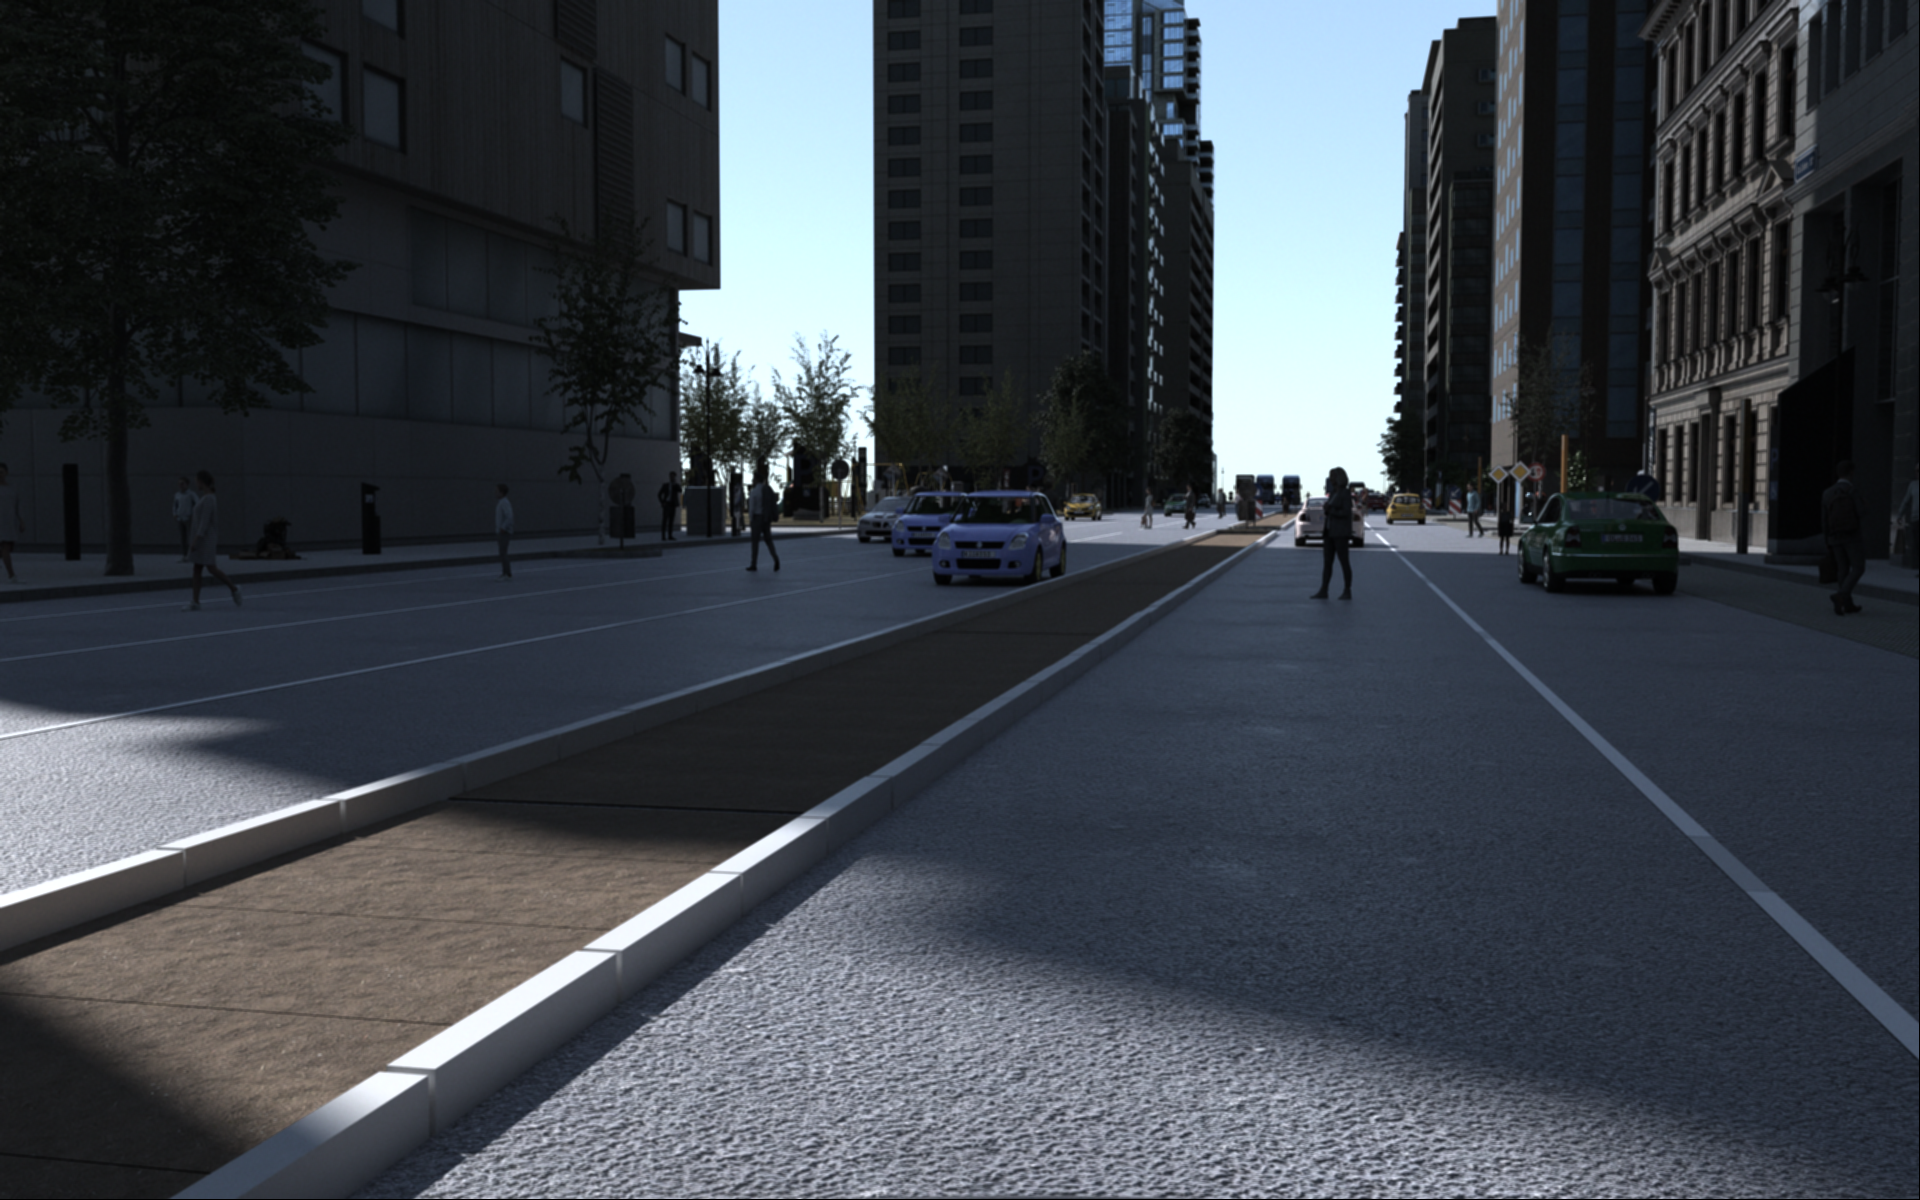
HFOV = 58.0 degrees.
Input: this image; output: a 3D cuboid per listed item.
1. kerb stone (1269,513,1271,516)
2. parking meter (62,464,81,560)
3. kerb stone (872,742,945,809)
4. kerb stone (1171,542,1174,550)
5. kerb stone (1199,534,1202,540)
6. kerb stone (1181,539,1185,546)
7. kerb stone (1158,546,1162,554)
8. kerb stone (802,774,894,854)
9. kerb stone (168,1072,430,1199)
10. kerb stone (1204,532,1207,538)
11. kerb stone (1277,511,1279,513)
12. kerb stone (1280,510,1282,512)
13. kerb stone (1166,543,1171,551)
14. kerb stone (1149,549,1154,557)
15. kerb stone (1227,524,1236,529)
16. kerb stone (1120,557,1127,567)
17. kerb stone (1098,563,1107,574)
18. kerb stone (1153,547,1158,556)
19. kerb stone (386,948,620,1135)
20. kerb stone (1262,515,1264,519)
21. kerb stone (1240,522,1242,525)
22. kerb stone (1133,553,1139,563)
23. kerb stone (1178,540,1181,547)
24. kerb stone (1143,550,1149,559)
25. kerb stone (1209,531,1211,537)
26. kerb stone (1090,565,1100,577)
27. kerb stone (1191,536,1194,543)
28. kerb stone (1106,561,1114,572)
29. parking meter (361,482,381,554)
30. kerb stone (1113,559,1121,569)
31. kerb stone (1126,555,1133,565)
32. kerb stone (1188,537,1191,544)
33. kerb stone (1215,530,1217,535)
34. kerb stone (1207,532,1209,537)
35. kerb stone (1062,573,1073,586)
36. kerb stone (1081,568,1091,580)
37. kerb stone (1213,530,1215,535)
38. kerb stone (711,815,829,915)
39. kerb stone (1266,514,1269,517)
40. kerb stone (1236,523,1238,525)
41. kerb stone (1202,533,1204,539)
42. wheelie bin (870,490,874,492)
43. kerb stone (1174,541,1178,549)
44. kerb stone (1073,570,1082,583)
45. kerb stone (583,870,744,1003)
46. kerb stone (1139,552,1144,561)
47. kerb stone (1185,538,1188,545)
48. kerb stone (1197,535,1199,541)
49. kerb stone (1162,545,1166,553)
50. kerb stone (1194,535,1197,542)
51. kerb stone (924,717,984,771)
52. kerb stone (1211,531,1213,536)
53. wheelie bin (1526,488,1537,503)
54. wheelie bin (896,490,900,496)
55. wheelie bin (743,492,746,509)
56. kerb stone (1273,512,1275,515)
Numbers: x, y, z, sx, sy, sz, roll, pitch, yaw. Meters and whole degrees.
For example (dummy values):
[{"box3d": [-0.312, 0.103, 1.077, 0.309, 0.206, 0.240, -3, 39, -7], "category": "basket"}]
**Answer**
[{"box3d": [19.432, -5.342, 109.533, 0.120, 0.150, 1.000, 1, 4, 12], "category": "kerb stone"}, {"box3d": [-17.244, -1.706, 33.612, 0.255, 1.863, 0.399, -2, 4, -30], "category": "parking meter"}, {"box3d": [-0.253, 0.846, 8.370, 0.120, 0.150, 1.000, 1, 4, 12], "category": "kerb stone"}, {"box3d": [5.262, -1.326, 43.867, 0.120, 0.150, 1.000, 1, 4, 12], "category": "kerb stone"}, {"box3d": [7.208, -1.876, 52.898, 0.120, 0.150, 1.000, 1, 4, 12], "category": "kerb stone"}, {"box3d": [5.910, -1.510, 46.881, 0.120, 0.150, 1.000, 1, 4, 12], "category": "kerb stone"}, {"box3d": [4.602, -1.139, 40.868, 0.120, 0.150, 1.000, 1, 4, 12], "category": "kerb stone"}, {"box3d": [-0.476, 0.907, 7.372, 0.120, 0.150, 1.000, 1, 4, 12], "category": "kerb stone"}, {"box3d": [-1.343, 1.158, 3.369, 0.120, 0.150, 1.000, 1, 4, 12], "category": "kerb stone"}, {"box3d": [7.643, -1.994, 54.912, 0.120, 0.150, 1.000, 1, 4, 12], "category": "kerb stone"}, {"box3d": [22.474, -6.200, 123.565, 0.120, 0.150, 1.000, 1, 4, 12], "category": "kerb stone"}, {"box3d": [23.981, -6.631, 130.608, 0.120, 0.150, 1.000, 1, 4, 12], "category": "kerb stone"}, {"box3d": [5.043, -1.263, 42.867, 0.120, 0.150, 1.000, 1, 4, 12], "category": "kerb stone"}, {"box3d": [4.180, -1.020, 38.867, 0.120, 0.150, 1.000, 1, 4, 12], "category": "kerb stone"}, {"box3d": [11.205, -3.012, 71.435, 0.120, 0.150, 1.000, 1, 4, 12], "category": "kerb stone"}, {"box3d": [3.102, -0.714, 33.862, 0.120, 0.150, 1.000, 1, 4, 12], "category": "kerb stone"}, {"box3d": [2.440, -0.529, 30.844, 0.120, 0.150, 1.000, 1, 4, 12], "category": "kerb stone"}, {"box3d": [4.392, -1.081, 39.867, 0.120, 0.150, 1.000, 1, 4, 12], "category": "kerb stone"}, {"box3d": [-1.124, 1.090, 4.367, 0.120, 0.150, 1.000, 1, 4, 12], "category": "kerb stone"}, {"box3d": [17.049, -4.666, 98.508, 0.120, 0.150, 1.000, 1, 4, 12], "category": "kerb stone"}, {"box3d": [12.080, -3.254, 75.447, 0.120, 0.150, 1.000, 1, 4, 12], "category": "kerb stone"}, {"box3d": [3.530, -0.836, 35.867, 0.120, 0.150, 1.000, 1, 4, 12], "category": "kerb stone"}, {"box3d": [5.695, -1.449, 45.882, 0.120, 0.150, 1.000, 1, 4, 12], "category": "kerb stone"}, {"box3d": [3.960, -0.956, 37.869, 0.120, 0.150, 1.000, 1, 4, 12], "category": "kerb stone"}, {"box3d": [8.077, -2.124, 56.922, 0.120, 0.150, 1.000, 1, 4, 12], "category": "kerb stone"}, {"box3d": [2.234, -0.463, 29.835, 0.120, 0.150, 1.000, 1, 4, 12], "category": "kerb stone"}, {"box3d": [6.561, -1.690, 49.889, 0.120, 0.150, 1.000, 1, 4, 12], "category": "kerb stone"}, {"box3d": [2.658, -0.591, 31.856, 0.120, 0.150, 1.000, 1, 4, 12], "category": "kerb stone"}, {"box3d": [-12.549, -1.743, 36.907, 0.372, 1.533, 0.369, 0, 3, 0], "category": "parking meter"}, {"box3d": [2.880, -0.652, 32.857, 0.120, 0.150, 1.000, 1, 4, 12], "category": "kerb stone"}, {"box3d": [3.322, -0.775, 34.860, 0.120, 0.150, 1.000, 1, 4, 12], "category": "kerb stone"}, {"box3d": [6.345, -1.633, 48.888, 0.120, 0.150, 1.000, 1, 4, 12], "category": "kerb stone"}, {"box3d": [8.720, -2.307, 59.922, 0.120, 0.150, 1.000, 1, 4, 12], "category": "kerb stone"}, {"box3d": [7.860, -2.062, 55.922, 0.120, 0.150, 1.000, 1, 4, 12], "category": "kerb stone"}, {"box3d": [1.583, -0.283, 26.826, 0.120, 0.150, 1.000, 1, 4, 12], "category": "kerb stone"}, {"box3d": [2.018, -0.403, 28.836, 0.120, 0.150, 1.000, 1, 4, 12], "category": "kerb stone"}, {"box3d": [8.510, -2.244, 58.920, 0.120, 0.150, 1.000, 1, 4, 12], "category": "kerb stone"}, {"box3d": [-0.690, 0.968, 6.372, 0.120, 0.150, 1.000, 1, 4, 12], "category": "kerb stone"}, {"box3d": [18.784, -5.157, 106.522, 0.120, 0.150, 1.000, 1, 4, 12], "category": "kerb stone"}, {"box3d": [11.420, -3.073, 72.434, 0.120, 0.150, 1.000, 1, 4, 12], "category": "kerb stone"}, {"box3d": [7.430, -1.935, 53.907, 0.120, 0.150, 1.000, 1, 4, 12], "category": "kerb stone"}, {"box3d": [-7.357, -8.480, 146.557, 0.980, 1.594, 0.693, -2, 4, -33], "category": "wheelie bin"}, {"box3d": [5.481, -1.387, 44.877, 0.120, 0.150, 1.000, 1, 4, 12], "category": "kerb stone"}, {"box3d": [1.797, -0.344, 27.837, 0.120, 0.150, 1.000, 1, 4, 12], "category": "kerb stone"}, {"box3d": [-0.903, 1.029, 5.372, 0.120, 0.150, 1.000, 1, 4, 12], "category": "kerb stone"}, {"box3d": [3.748, -0.892, 36.869, 0.120, 0.150, 1.000, 1, 4, 12], "category": "kerb stone"}, {"box3d": [6.129, -1.565, 47.889, 0.120, 0.150, 1.000, 1, 4, 12], "category": "kerb stone"}, {"box3d": [6.986, -1.816, 51.891, 0.120, 0.150, 1.000, 1, 4, 12], "category": "kerb stone"}, {"box3d": [4.822, -1.200, 41.869, 0.120, 0.150, 1.000, 1, 4, 12], "category": "kerb stone"}, {"box3d": [6.776, -1.755, 50.888, 0.120, 0.150, 1.000, 1, 4, 12], "category": "kerb stone"}, {"box3d": [-0.042, 0.784, 9.376, 0.120, 0.150, 1.000, 1, 4, 12], "category": "kerb stone"}, {"box3d": [8.296, -2.185, 57.920, 0.120, 0.150, 1.000, 1, 4, 12], "category": "kerb stone"}, {"box3d": [27.118, -4.528, 81.945, 0.693, 1.594, 0.980, 1, 4, 18], "category": "wheelie bin"}, {"box3d": [-4.726, -7.751, 134.640, 0.693, 1.594, 0.980, -2, 4, -28], "category": "wheelie bin"}, {"box3d": [-17.486, -7.956, 137.996, 0.980, 1.594, 0.693, 3, 5, 41], "category": "wheelie bin"}, {"box3d": [20.740, -5.706, 115.535, 0.120, 0.150, 1.000, 1, 4, 12], "category": "kerb stone"}]
